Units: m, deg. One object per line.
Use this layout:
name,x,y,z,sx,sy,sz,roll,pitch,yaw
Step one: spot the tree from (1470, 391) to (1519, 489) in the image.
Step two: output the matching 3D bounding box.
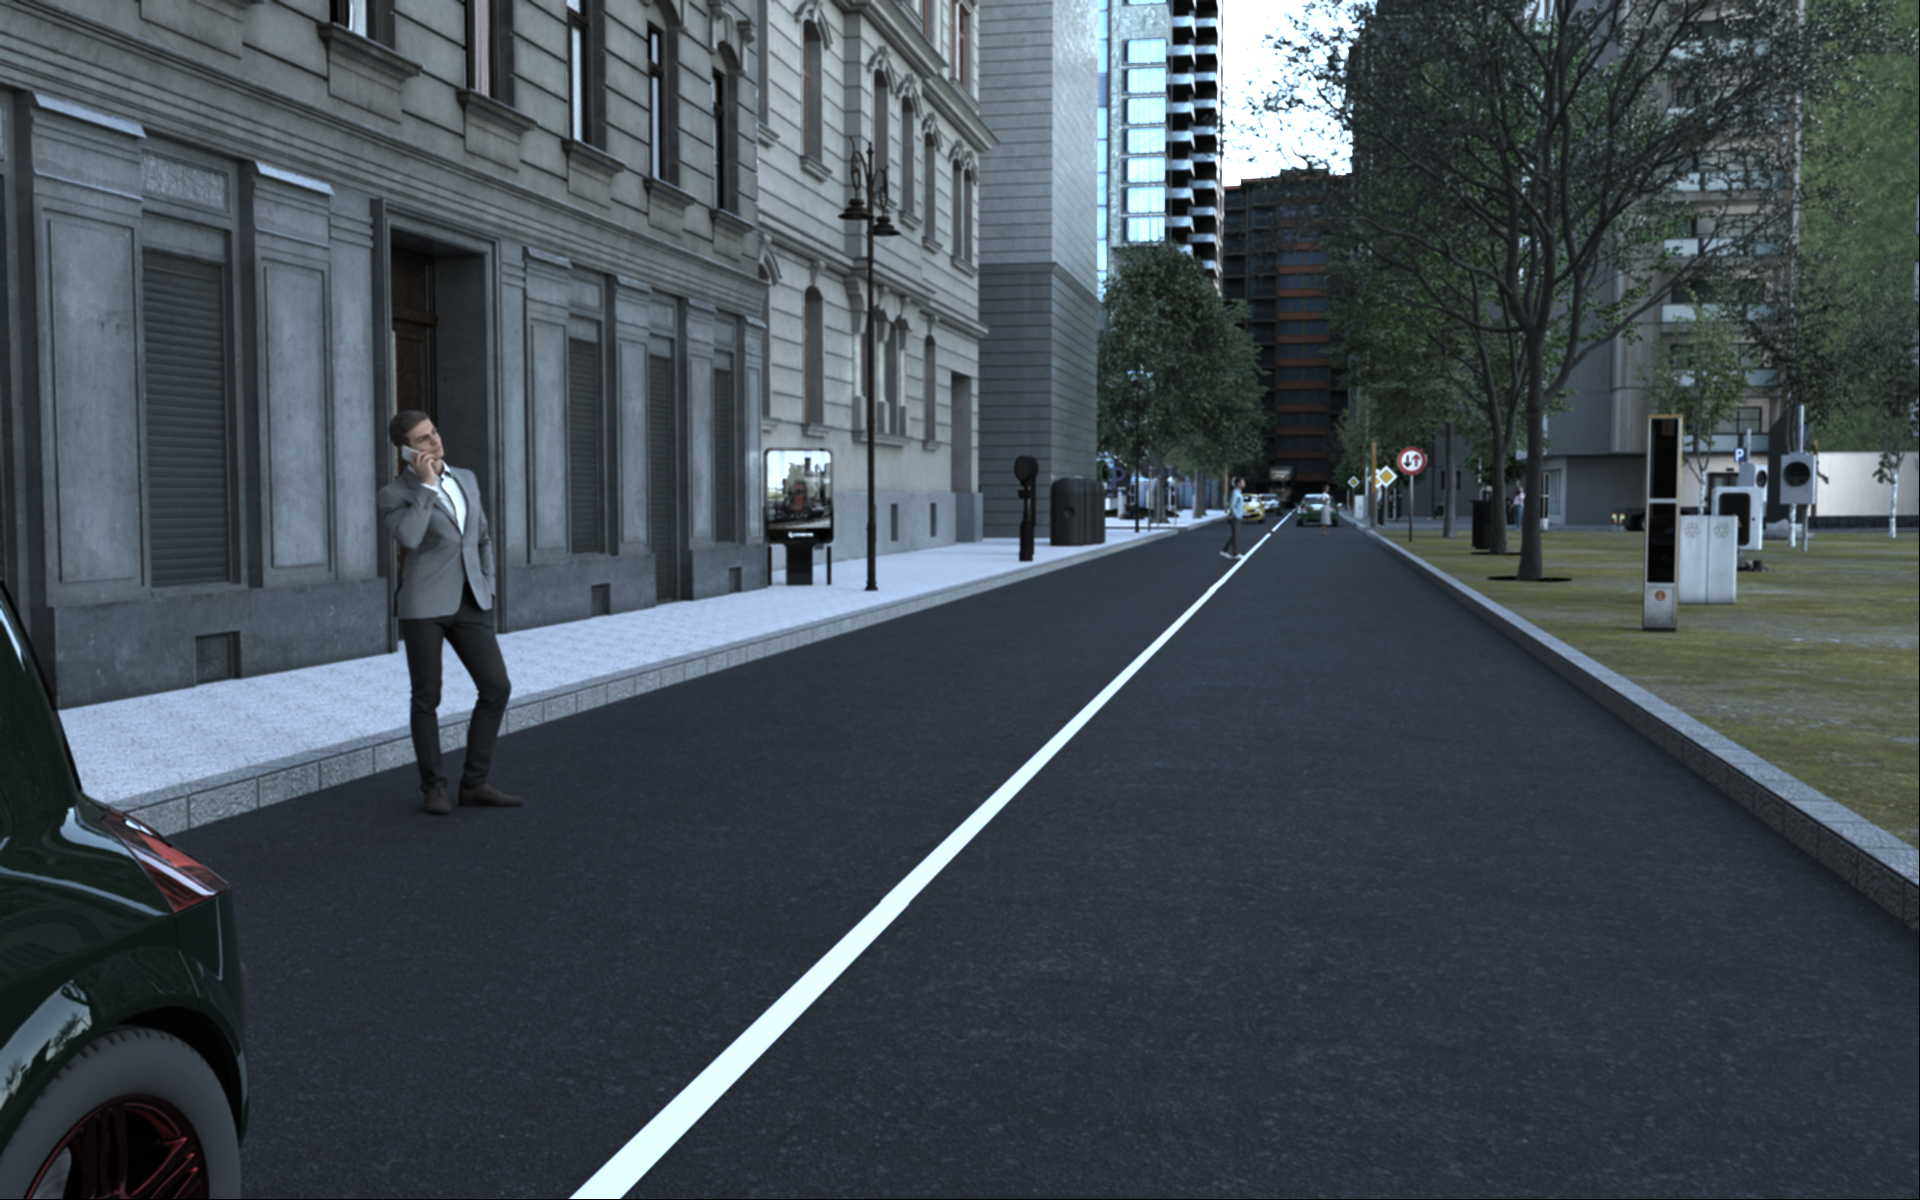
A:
tree,30.255,-8.810,94.408,4.360,8.622,3.978,0,3,0

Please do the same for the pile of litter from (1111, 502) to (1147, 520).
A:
pile of litter,8.441,-4.436,86.499,1.719,0.858,1.176,2,4,27

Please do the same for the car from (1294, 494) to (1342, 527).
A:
car,16.131,-4.053,78.067,2.131,1.459,4.920,1,4,12

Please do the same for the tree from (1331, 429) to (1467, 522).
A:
tree,20.539,-5.961,81.181,4.285,4.588,4.351,0,3,0

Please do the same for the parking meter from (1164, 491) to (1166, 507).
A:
parking meter,12.618,-6.085,107.895,0.372,1.533,0.369,0,3,0

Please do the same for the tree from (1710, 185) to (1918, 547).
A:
tree,20.492,-5.596,41.865,4.360,8.622,3.978,0,3,0

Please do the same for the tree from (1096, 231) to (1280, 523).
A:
tree,8.638,-9.710,75.762,9.611,12.733,9.660,0,3,0

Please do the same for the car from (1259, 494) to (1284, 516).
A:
car,20.522,-6.334,115.353,2.131,1.459,4.920,1,4,13

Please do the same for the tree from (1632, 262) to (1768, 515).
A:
tree,23.820,-6.436,55.589,4.737,8.622,4.395,0,3,0

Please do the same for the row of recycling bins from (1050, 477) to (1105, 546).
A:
row of recycling bins,3.073,-2.273,44.281,1.069,1.692,3.534,1,4,16

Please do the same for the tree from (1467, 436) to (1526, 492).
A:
tree,25.967,-6.131,83.961,4.285,4.588,4.351,0,3,0

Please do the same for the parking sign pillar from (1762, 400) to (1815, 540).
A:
parking sign pillar,23.339,-3.691,48.821,1.447,3.967,1.447,0,4,-7

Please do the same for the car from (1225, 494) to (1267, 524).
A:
car,14.065,-4.573,84.991,2.015,1.641,3.980,1,4,12

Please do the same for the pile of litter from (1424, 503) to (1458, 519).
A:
pile of litter,24.614,-4.555,88.444,1.719,0.858,1.176,1,4,20

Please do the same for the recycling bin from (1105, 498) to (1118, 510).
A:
recycling bin,9.355,-5.834,107.947,0.722,1.027,0.722,-2,4,-33

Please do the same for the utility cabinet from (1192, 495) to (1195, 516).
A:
utility cabinet,14.272,-5.665,103.778,0.306,1.237,1.020,2,4,34

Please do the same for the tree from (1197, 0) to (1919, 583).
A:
tree,8.595,-7.032,25.345,12.009,13.543,11.850,0,3,0

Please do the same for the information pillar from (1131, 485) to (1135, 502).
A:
information pillar,13.765,-8.187,138.351,0.304,2.012,0.304,0,4,-7

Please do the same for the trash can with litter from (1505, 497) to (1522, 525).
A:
trash can with litter,23.253,-3.749,72.689,1.055,1.170,0.624,-1,4,-10

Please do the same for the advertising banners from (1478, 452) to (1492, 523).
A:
advertising banners,22.026,-4.676,72.641,0.090,3.025,2.074,2,4,34

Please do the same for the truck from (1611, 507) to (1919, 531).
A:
truck,32.549,-4.277,59.690,18.799,4.110,2.967,1,4,10

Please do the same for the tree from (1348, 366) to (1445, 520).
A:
tree,22.102,-8.342,86.758,4.737,8.622,4.395,0,3,0

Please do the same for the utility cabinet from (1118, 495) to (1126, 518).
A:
utility cabinet,8.564,-4.921,91.628,0.306,1.237,1.020,1,4,15

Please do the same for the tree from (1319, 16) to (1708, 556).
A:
tree,11.478,-6.768,36.411,9.928,11.665,9.643,0,3,0

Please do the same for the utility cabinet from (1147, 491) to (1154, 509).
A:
utility cabinet,12.757,-6.465,114.389,0.318,1.500,1.173,3,4,39

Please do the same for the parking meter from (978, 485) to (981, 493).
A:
parking meter,0.419,-2.539,49.926,0.372,1.533,0.369,0,3,0

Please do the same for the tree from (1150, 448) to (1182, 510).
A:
tree,14.189,-10.298,118.739,4.737,8.622,4.395,0,3,0

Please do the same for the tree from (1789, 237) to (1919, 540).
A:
tree,27.804,-6.155,50.992,4.360,8.622,3.978,0,3,0

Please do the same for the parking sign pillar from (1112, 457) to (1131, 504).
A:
parking sign pillar,11.498,-8.254,123.433,1.447,3.967,1.447,2,4,35

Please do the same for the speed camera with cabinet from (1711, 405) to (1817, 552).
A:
speed camera with cabinet,18.046,-2.723,38.857,2.038,3.252,0.660,2,4,31

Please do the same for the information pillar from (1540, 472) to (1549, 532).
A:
information pillar,19.707,-3.311,58.623,0.304,2.012,0.304,3,5,45

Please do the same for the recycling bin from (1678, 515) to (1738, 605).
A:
recycling bin,8.660,-0.481,20.421,0.722,1.027,0.722,0,4,1

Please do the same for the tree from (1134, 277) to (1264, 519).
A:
tree,12.461,-10.568,90.918,7.486,12.596,7.792,0,3,0

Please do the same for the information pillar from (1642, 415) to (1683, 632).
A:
information pillar,6.576,-0.717,16.214,0.304,2.012,0.304,1,4,23

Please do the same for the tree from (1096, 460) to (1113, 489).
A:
tree,11.233,-9.774,143.524,4.285,4.588,4.351,0,3,0

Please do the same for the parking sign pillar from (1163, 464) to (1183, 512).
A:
parking sign pillar,15.611,-8.471,126.981,1.447,3.967,1.447,0,3,0

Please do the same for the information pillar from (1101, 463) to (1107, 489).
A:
information pillar,10.397,-8.172,124.972,0.504,3.616,0.183,-2,4,-31

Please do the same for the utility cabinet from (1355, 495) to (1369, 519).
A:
utility cabinet,21.149,-4.900,91.278,0.306,1.237,1.020,-1,4,-14

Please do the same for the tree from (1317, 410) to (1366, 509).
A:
tree,33.385,-12.205,149.908,4.360,8.622,3.978,0,3,0

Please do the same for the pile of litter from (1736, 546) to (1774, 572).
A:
pile of litter,12.930,-0.943,29.378,1.176,0.858,1.719,-1,4,-19

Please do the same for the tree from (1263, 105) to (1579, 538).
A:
tree,14.050,-8.121,50.902,7.486,12.596,7.792,0,3,0

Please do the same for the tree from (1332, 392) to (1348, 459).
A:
tree,23.037,-8.850,95.057,4.737,8.622,4.395,0,3,0

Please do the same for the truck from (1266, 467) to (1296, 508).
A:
truck,33.657,-11.754,181.091,2.839,4.237,11.283,1,4,13
